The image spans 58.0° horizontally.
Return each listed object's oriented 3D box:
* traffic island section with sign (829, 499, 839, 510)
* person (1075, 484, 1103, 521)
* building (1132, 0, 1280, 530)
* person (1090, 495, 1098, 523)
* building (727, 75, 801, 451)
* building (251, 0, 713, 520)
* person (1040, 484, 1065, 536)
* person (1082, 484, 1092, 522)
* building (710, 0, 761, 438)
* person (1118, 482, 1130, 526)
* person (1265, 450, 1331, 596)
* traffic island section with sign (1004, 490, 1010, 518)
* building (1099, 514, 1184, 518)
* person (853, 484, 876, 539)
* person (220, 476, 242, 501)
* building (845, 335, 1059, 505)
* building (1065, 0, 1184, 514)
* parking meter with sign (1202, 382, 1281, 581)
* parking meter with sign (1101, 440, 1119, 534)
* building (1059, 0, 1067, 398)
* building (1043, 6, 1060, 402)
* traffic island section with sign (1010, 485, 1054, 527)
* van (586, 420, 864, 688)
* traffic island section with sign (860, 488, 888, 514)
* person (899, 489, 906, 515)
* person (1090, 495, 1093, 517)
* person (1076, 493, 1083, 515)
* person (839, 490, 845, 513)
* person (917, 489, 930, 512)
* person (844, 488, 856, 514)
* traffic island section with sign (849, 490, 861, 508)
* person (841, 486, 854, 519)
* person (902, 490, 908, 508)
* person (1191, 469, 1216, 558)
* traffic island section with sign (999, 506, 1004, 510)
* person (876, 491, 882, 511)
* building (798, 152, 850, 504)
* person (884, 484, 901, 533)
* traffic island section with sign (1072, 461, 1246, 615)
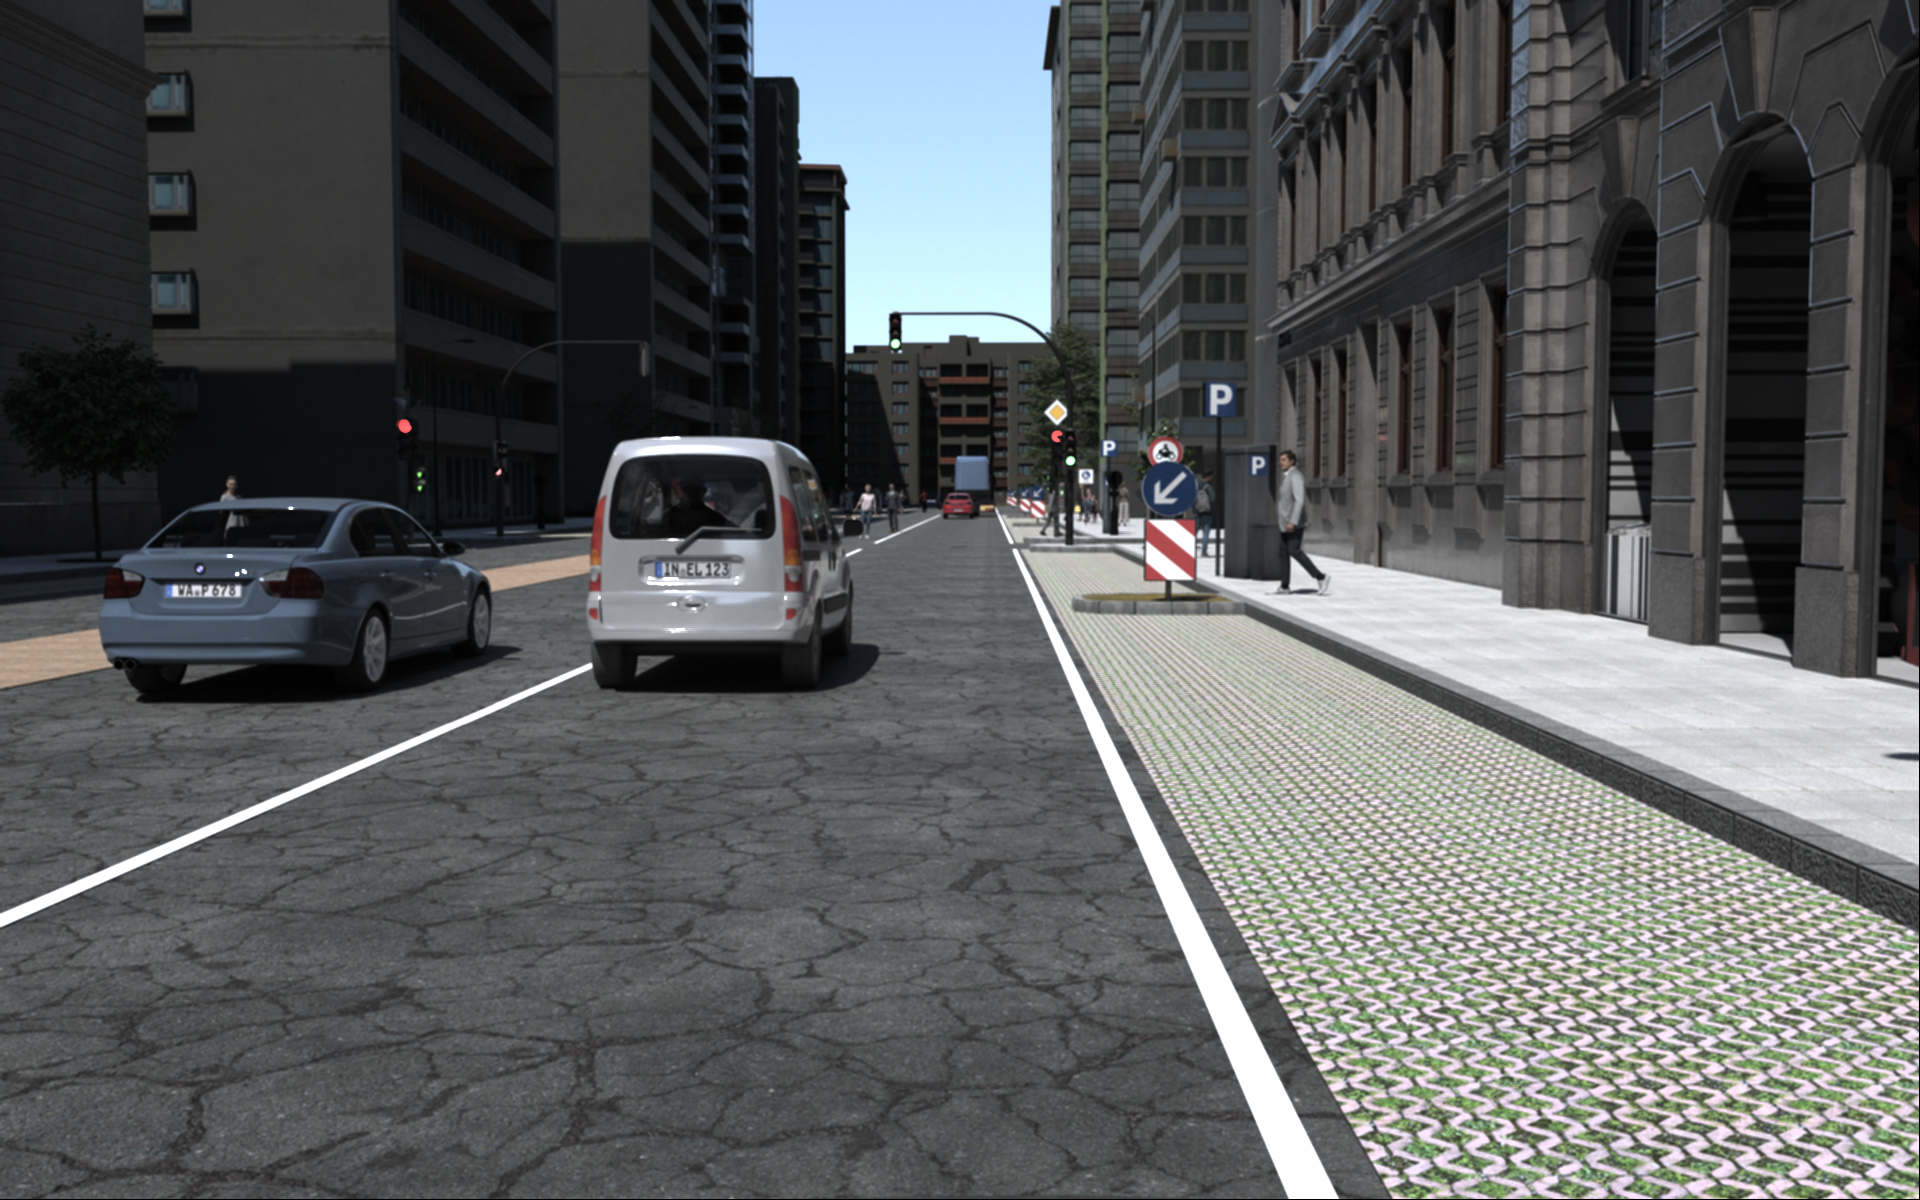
[{"bbox_3d":[-11.721,-8.858,153.459,1.989,1.847,2.006,0,4,1],"label":"traffic island section with sign"},{"bbox_3d":[6.202,-4.652,82.326,1.509,1.804,0.699,0,4,2],"label":"person"},{"bbox_3d":[19.334,-22.889,66.120,23.993,40.220,32.217,0,4,1],"label":"building"},{"bbox_3d":[5.935,-4.030,76.597,0.373,1.253,0.362,-3,5,-39],"label":"person"},{"bbox_3d":[-22.980,-29.447,165.055,14.154,41.232,14.086,0,4,1],"label":"building"},{"bbox_3d":[-27.312,-29.395,104.313,21.300,48.544,21.600,0,4,1],"label":"building"},{"bbox_3d":[3.165,-3.097,59.412,0.850,1.792,0.678,0,4,-7],"label":"person"},{"bbox_3d":[5.762,-4.418,78.281,0.555,1.821,0.388,2,4,29],"label":"person"},{"bbox_3d":[-27.701,-50.677,141.239,22.319,86.520,31.000,0,4,1],"label":"building"},{"bbox_3d":[6.603,-3.848,69.503,0.519,1.759,0.362,2,4,27],"label":"person"},{"bbox_3d":[4.299,-0.985,22.001,0.795,1.843,0.661,0,4,4],"label":"person"},{"bbox_3d":[3.775,-5.811,103.639,1.989,1.847,2.006,0,4,1],"label":"traffic island section with sign"},{"bbox_3d":[14.799,-25.267,96.712,14.154,41.232,14.086,0,4,1],"label":"building"},{"bbox_3d":[-3.089,-2.844,55.674,0.731,1.740,0.598,-1,4,-16],"label":"person"},{"bbox_3d":[-12.034,-1.181,28.558,0.760,1.731,0.466,-1,4,-13],"label":"person"},{"bbox_3d":[0.658,-23.285,225.756,28.899,21.520,27.650,0,4,1],"label":"building"},{"bbox_3d":[15.298,-27.708,136.628,14.154,41.232,14.086,0,4,1],"label":"building"},{"bbox_3d":[4.338,-1.837,26.297,0.543,3.016,1.738,-1,4,-21],"label":"parking meter with sign"},{"bbox_3d":[4.906,-3.678,56.402,0.543,3.016,1.738,1,4,9],"label":"parking meter with sign"},{"bbox_3d":[19.536,-37.624,157.143,21.231,58.520,28.212,0,4,1],"label":"building"},{"bbox_3d":[23.613,-36.462,185.385,28.713,52.752,27.495,0,4,1],"label":"building"},{"bbox_3d":[3.310,-4.147,76.428,1.989,1.847,2.006,0,4,1],"label":"traffic island section with sign"},{"bbox_3d":[-1.835,-0.438,14.166,2.013,2.044,4.112,0,4,2],"label":"van"},{"bbox_3d":[-6.216,-7.233,126.398,2.006,1.907,1.989,0,4,1],"label":"traffic island section with sign"},{"bbox_3d":[-3.997,-6.848,120.822,0.532,1.782,0.716,1,4,10],"label":"person"},{"bbox_3d":[7.387,-5.228,96.541,0.382,1.210,0.505,-2,4,-35],"label":"person"},{"bbox_3d":[7.515,-6.202,107.224,0.659,1.850,0.755,0,4,8],"label":"person"},{"bbox_3d":[-8.792,-7.400,130.166,0.551,1.740,0.621,-2,4,-34],"label":"person"},{"bbox_3d":[-2.820,-7.773,135.523,1.348,1.831,0.705,-3,5,-43],"label":"person"},{"bbox_3d":[-7.797,-6.976,122.526,0.822,1.834,0.622,2,4,34],"label":"person"},{"bbox_3d":[-11.270,-10.525,180.703,1.989,1.847,2.006,0,4,1],"label":"traffic island section with sign"},{"bbox_3d":[-5.453,-4.618,84.097,0.616,1.811,0.778,0,4,-3],"label":"person"},{"bbox_3d":[-5.722,-10.077,173.239,1.348,1.826,0.705,2,4,29],"label":"person"},{"bbox_3d":[4.869,-1.734,34.747,0.623,1.781,0.721,2,4,31],"label":"person"},{"bbox_3d":[4.598,-8.859,153.475,1.989,1.847,2.006,0,4,1],"label":"traffic island section with sign"},{"bbox_3d":[-6.226,-7.589,133.243,0.551,1.740,0.621,-2,4,-32],"label":"person"},{"bbox_3d":[-29.086,-34.756,222.882,28.867,44.769,22.147,0,4,1],"label":"building"},{"bbox_3d":[-2.537,-3.416,64.534,0.661,1.801,0.590,1,4,17],"label":"person"},{"bbox_3d":[2.394,-0.776,21.324,1.989,1.847,2.006,0,4,1],"label":"traffic island section with sign"}]
